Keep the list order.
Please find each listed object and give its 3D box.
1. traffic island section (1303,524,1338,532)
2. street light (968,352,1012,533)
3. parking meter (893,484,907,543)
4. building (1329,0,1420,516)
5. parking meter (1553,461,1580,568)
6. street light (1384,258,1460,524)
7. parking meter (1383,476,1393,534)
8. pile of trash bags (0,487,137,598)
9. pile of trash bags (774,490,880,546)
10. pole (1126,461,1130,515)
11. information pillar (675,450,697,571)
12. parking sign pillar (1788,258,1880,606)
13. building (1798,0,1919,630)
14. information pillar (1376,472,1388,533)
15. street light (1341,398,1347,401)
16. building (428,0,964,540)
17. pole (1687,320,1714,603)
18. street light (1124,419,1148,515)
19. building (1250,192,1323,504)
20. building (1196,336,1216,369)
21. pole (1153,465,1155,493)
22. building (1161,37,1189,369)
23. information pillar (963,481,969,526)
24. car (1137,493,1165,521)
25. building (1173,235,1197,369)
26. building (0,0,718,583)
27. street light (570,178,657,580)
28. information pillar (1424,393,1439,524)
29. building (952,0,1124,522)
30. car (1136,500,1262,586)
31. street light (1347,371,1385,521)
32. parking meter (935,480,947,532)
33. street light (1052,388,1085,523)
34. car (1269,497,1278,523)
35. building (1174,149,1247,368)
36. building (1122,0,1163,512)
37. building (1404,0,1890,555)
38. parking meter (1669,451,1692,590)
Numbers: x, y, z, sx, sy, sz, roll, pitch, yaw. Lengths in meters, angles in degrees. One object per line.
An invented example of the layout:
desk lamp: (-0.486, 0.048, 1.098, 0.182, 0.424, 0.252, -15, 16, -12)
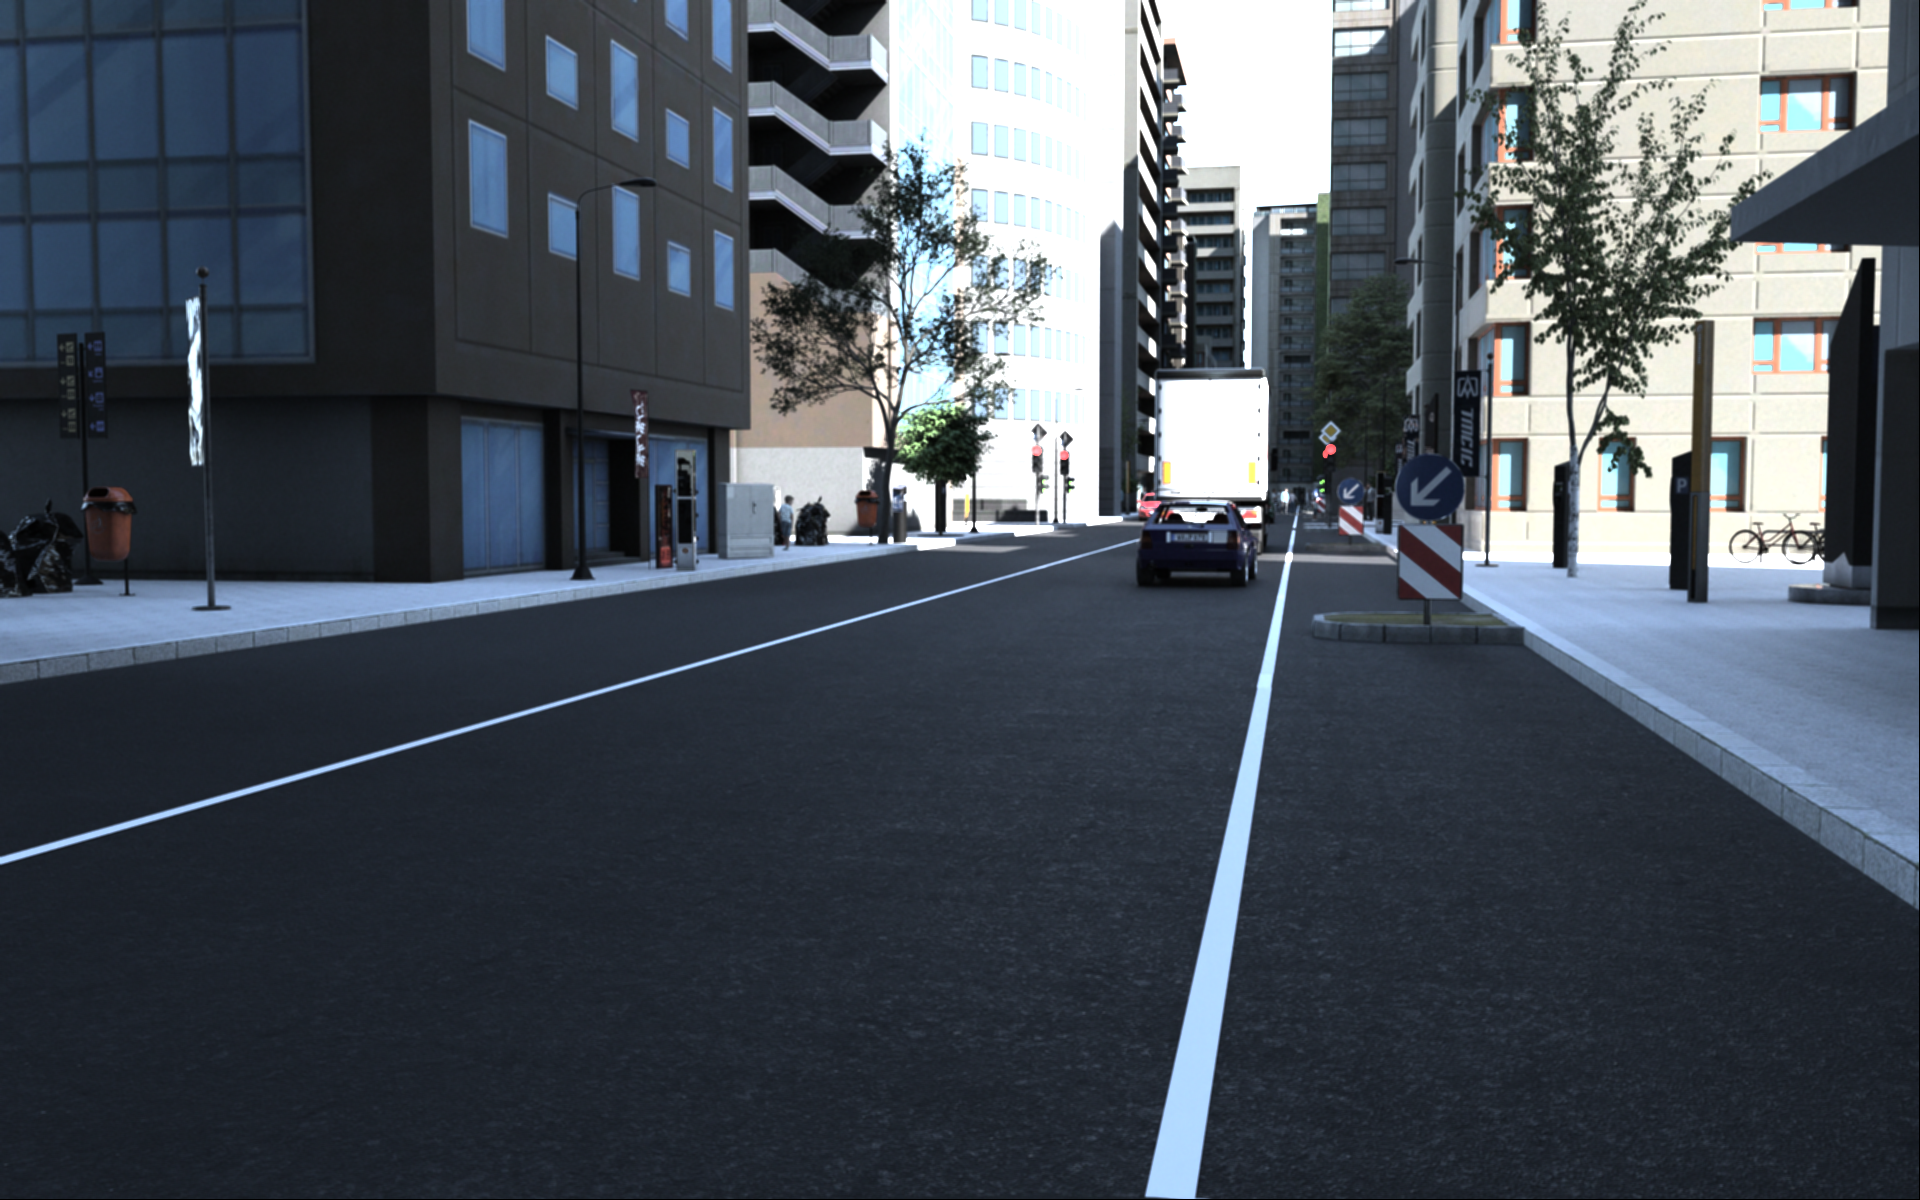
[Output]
traffic island section: (14.171, -2.692, 66.302, 2.009, 0.180, 2.903, 1, 4, 11)
street light: (0.994, -5.161, 56.931, 1.470, 5.913, 1.316, 1, 4, 11)
parking meter: (-1.577, -2.257, 45.319, 0.372, 1.533, 0.369, 0, 3, 0)
building: (29.390, -25.727, 104.235, 14.154, 41.232, 14.086, 1, 4, 11)
parking meter: (10.523, -1.491, 30.084, 0.399, 1.863, 0.255, -2, 4, -25)
street light: (9.228, -3.769, 34.161, 1.470, 5.913, 1.316, 1, 4, 11)
parking meter: (13.678, -3.036, 55.345, 0.255, 1.863, 0.399, 1, 4, 14)
pile of trash bags: (-11.947, -0.754, 22.081, 3.447, 1.369, 1.912, 1, 4, 18)
pile of trash bags: (-3.644, -2.068, 43.565, 3.447, 1.369, 1.912, 1, 4, 17)
pole: (10.275, -6.854, 105.899, 0.158, 3.312, 0.155, 0, 3, 0)
information pillar: (-4.580, -1.496, 28.956, 0.304, 2.012, 0.304, 0, 4, -1)
parking sign pillar: (10.641, -1.957, 20.471, 1.447, 3.967, 1.447, 1, 4, 13)
building: (17.239, -25.177, 0.888, 28.713, 52.752, 27.495, 1, 4, 11)
information pillar: (13.781, -3.186, 56.587, 0.304, 2.012, 0.304, 2, 4, 31)
street light: (19.162, -6.823, 84.095, 1.470, 5.913, 1.316, 1, 4, 11)
building: (-8.136, -25.032, 59.384, 14.200, 45.320, 14.600, 1, 4, 11)
pole: (8.746, -1.627, 20.440, 0.158, 3.312, 0.155, 0, 3, 0)
street light: (10.952, -8.257, 107.540, 1.470, 5.913, 1.316, 1, 4, 11)
building: (46.743, -33.826, 236.654, 14.086, 41.232, 14.154, 1, 4, 11)
building: (16.516, -22.627, 214.984, 28.899, 21.520, 27.650, 1, 4, 11)
pole: (13.790, -7.889, 122.831, 0.158, 3.312, 0.155, 0, 3, 0)
building: (10.203, -31.295, 166.291, 22.147, 44.769, 28.867, 1, 4, 11)
information pillar: (0.259, -4.744, 68.925, 0.183, 3.616, 0.504, 0, 4, -8)
car: (10.461, -5.059, 91.752, 2.155, 1.783, 4.494, 1, 4, 10)
building: (18.013, -25.404, 187.053, 14.160, 30.474, 14.107, 1, 4, 11)
building: (-12.760, -23.320, 31.391, 14.600, 45.320, 14.200, 1, 4, 11)
street light: (-5.133, -3.251, 25.691, 1.470, 5.913, 1.316, 1, 4, 11)
information pillar: (10.995, -3.000, 40.413, 0.183, 3.616, 0.504, -1, 4, -12)
building: (-3.361, -33.525, 90.130, 21.231, 58.520, 28.212, 1, 4, 11)
car: (3.925, -0.963, 28.326, 1.945, 1.354, 3.894, 1, 4, 13)
street light: (15.441, -5.678, 65.384, 1.470, 5.913, 1.316, 1, 4, 11)
parking meter: (-0.648, -3.224, 58.427, 0.255, 1.863, 0.399, 2, 4, 33)
street light: (4.757, -6.330, 76.044, 1.470, 5.913, 1.316, 1, 4, 11)
car: (14.684, -4.536, 85.964, 2.131, 1.459, 4.920, 1, 4, 10)
building: (29.129, -37.928, 243.824, 21.600, 48.544, 21.300, 1, 4, 11)
building: (3.878, -31.094, 132.082, 21.300, 48.544, 21.600, 1, 4, 11)
building: (27.720, -12.450, 48.596, 27.650, 21.520, 28.899, 1, 4, 11)
parking meter: (9.762, -1.073, 23.258, 0.255, 1.863, 0.399, -2, 4, -25)
